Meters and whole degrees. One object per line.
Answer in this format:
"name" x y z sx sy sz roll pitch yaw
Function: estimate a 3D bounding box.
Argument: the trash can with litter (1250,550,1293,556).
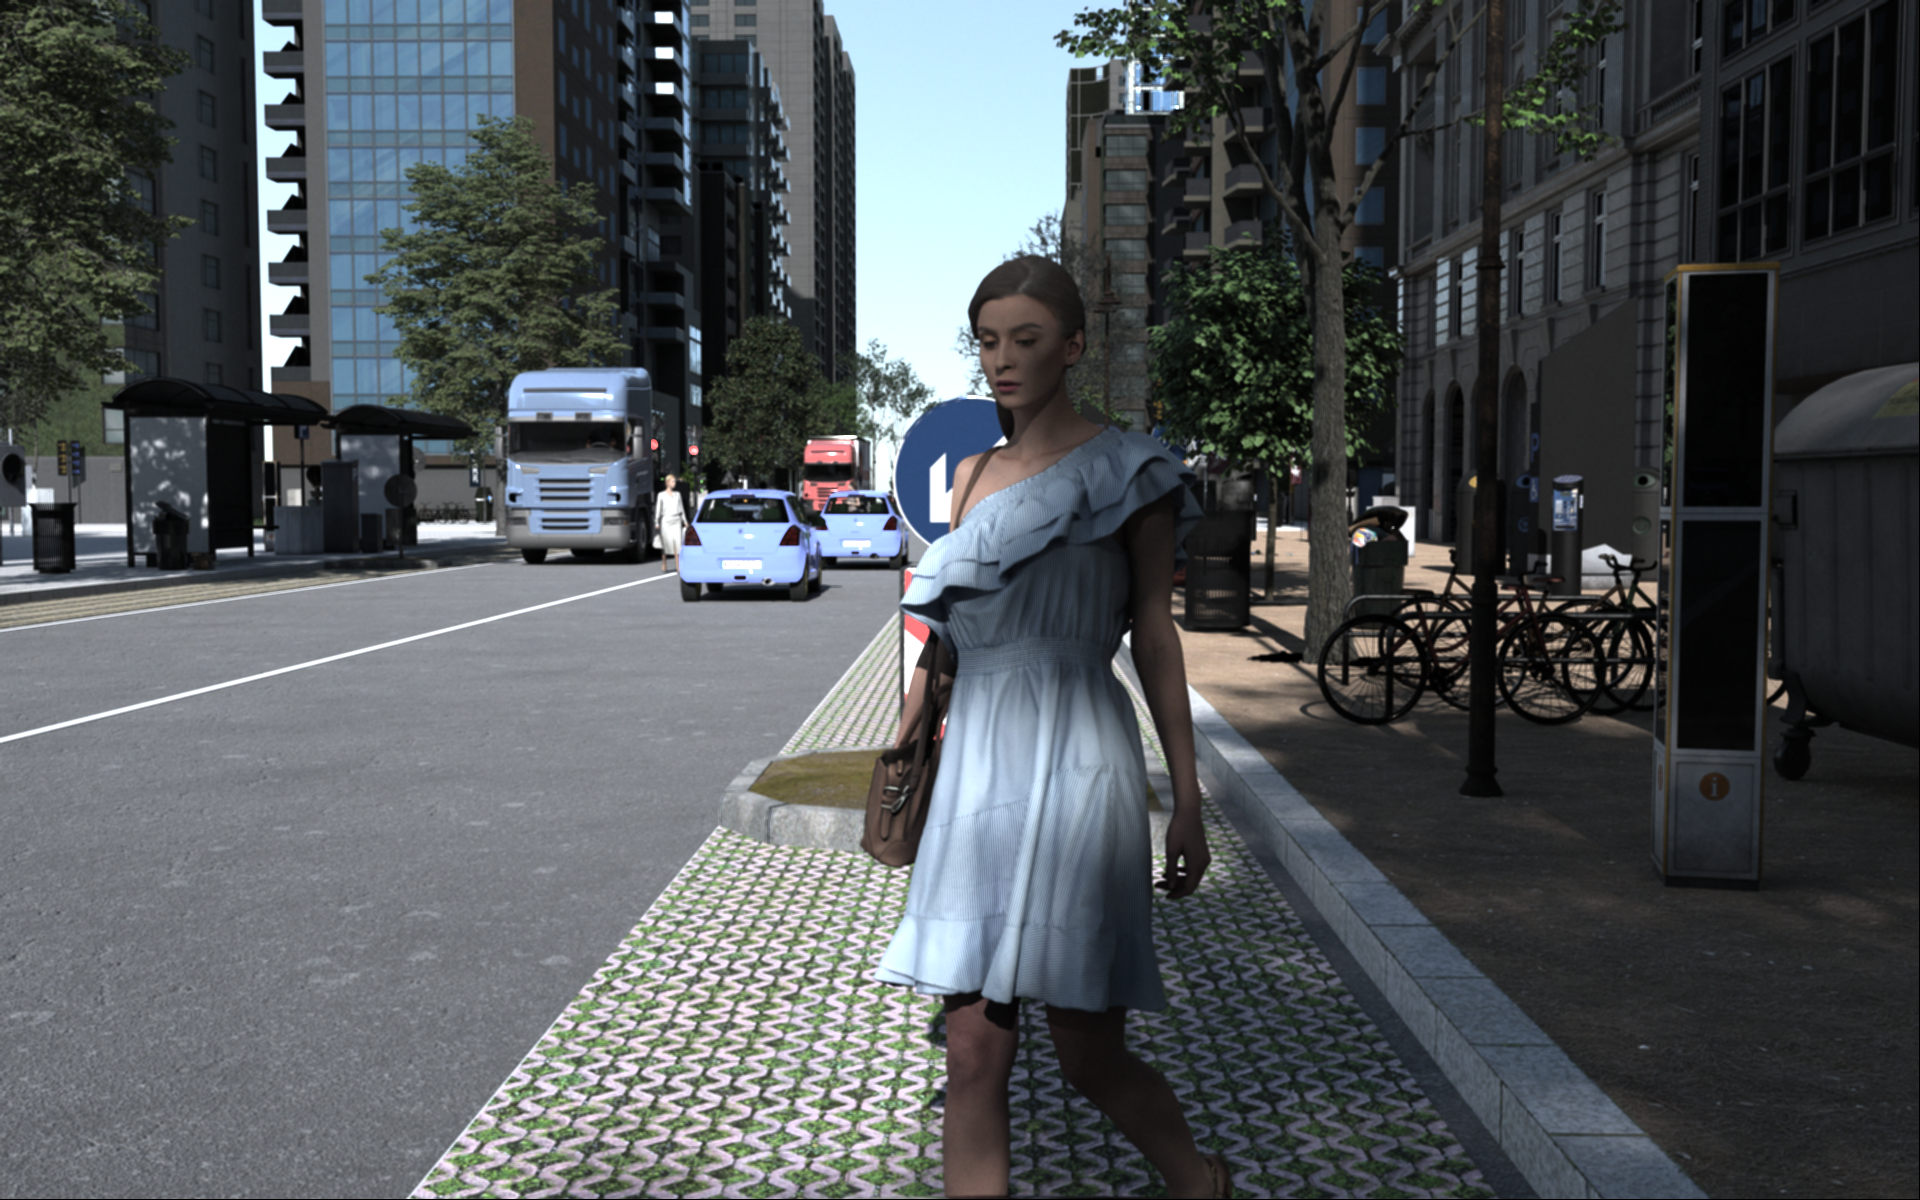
"trash can with litter" 5.860 -1.552 36.439 2.233 1.210 1.678 1 4 19

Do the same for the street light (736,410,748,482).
"street light" -11.818 -7.418 94.064 0.468 5.910 1.993 0 4 1

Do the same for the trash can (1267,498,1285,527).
"trash can" 12.275 -3.407 67.357 0.748 1.137 0.748 0 3 0

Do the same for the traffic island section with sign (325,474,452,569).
"traffic island section with sign" -11.060 -1.539 33.795 1.989 1.847 2.006 0 4 1

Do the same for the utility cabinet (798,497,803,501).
"utility cabinet" -12.673 -7.561 134.791 0.306 1.237 1.020 3 4 36

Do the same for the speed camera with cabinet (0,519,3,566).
"speed camera with cabinet" -17.140 -2.182 30.006 0.660 3.252 2.038 1 4 10

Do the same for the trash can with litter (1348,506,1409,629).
"trash can with litter" 3.881 -0.324 16.677 0.624 1.170 1.055 -1 4 -10

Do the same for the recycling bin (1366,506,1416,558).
"recycling bin" 8.736 -1.382 35.150 0.722 1.027 0.722 -2 4 -29

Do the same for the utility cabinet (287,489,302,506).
"utility cabinet" -28.984 -4.082 75.425 0.318 1.500 1.173 -3 4 -36

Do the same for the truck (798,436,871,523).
"truck" -6.049 -5.905 85.454 2.839 4.237 11.283 0 4 1

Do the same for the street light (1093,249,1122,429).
"street light" 2.789 -3.678 32.925 0.468 5.910 1.993 0 4 1

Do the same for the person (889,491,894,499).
"person" -7.169 -10.491 180.709 0.721 1.739 1.217 -2 4 -25

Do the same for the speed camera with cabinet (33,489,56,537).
"speed camera with cabinet" -27.978 -3.531 52.060 2.038 3.252 0.660 3 4 38

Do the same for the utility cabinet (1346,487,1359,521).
"utility cabinet" 12.023 -2.820 54.788 1.173 1.500 0.318 -1 4 -22

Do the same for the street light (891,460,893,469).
"street light" -8.961 -15.652 228.690 0.468 5.910 1.993 0 4 1

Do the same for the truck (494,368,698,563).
"truck" -7.625 -3.242 42.769 2.967 4.110 18.799 0 4 1

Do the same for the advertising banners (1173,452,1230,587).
"advertising banners" 2.993 -1.705 24.063 2.074 3.025 0.090 3 5 41

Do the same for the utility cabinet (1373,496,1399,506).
"utility cabinet" 13.436 -2.637 54.272 0.306 1.237 1.020 -3 5 -40

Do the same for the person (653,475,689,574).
"person" -5.193 -1.370 31.254 0.694 1.780 0.624 -1 4 -13

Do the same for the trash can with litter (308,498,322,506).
"trash can with litter" -17.325 -2.185 47.114 0.624 1.170 1.055 -3 4 -38

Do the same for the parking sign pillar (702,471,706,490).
"parking sign pillar" -21.399 -9.355 141.430 1.447 3.967 1.447 -3 5 -40

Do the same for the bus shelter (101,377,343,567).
"bus shelter" -13.783 -2.374 32.735 2.014 3.302 5.546 0 4 1

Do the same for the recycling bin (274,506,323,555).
"recycling bin" -14.025 -1.479 36.735 0.722 1.027 0.722 1 4 15

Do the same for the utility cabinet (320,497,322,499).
"utility cabinet" -19.650 -2.631 54.177 0.306 1.237 1.020 2 4 27

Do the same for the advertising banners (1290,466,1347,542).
"advertising banners" 9.452 -3.042 45.926 0.090 3.025 2.074 -3 4 -36

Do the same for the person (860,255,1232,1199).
"person" 0.130 0.349 2.889 0.778 1.811 0.616 -3 5 -44

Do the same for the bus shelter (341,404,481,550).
"bus shelter" -13.377 -2.931 41.851 2.014 3.302 5.546 0 4 1

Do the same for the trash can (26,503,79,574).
"trash can" -14.643 -0.999 27.983 0.748 1.137 0.748 0 3 0

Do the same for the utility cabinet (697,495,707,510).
"utility cabinet" -12.027 -4.371 82.634 1.020 1.237 0.306 0 4 7

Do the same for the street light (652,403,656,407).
"street light" -12.364 -5.846 68.368 0.468 5.910 1.993 0 4 1

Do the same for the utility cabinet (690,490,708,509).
"utility cabinet" -14.120 -5.149 92.872 1.173 1.500 0.318 -3 4 -36

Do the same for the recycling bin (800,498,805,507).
"recycling bin" -11.229 -6.981 126.686 0.722 1.027 0.722 2 4 35

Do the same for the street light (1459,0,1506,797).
"street light" 2.228 -2.107 7.229 0.468 5.910 1.993 0 4 1

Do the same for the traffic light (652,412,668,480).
"traffic light" -10.475 -4.321 59.566 0.839 4.253 0.868 0 4 1

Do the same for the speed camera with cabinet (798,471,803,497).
"speed camera with cabinet" -12.653 -8.480 132.976 2.038 3.252 0.660 -2 4 -32

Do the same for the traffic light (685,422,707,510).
"traffic light" -10.308 -4.809 67.550 0.839 4.253 0.868 0 4 1

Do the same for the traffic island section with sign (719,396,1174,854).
"traffic island section with sign" -0.031 0.050 7.807 1.989 1.847 2.006 0 4 1

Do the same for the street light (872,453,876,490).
"street light" -9.651 -13.648 195.938 0.468 5.910 1.993 0 4 1

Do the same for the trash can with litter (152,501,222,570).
"trash can with litter" -13.089 -1.098 29.333 1.055 1.170 0.624 0 4 -6

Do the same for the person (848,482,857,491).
"person" -3.110 -2.457 49.015 0.374 1.781 0.599 -3 5 -40

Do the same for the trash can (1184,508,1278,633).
"trash can" 2.401 -0.274 16.138 0.748 1.137 0.748 0 3 0

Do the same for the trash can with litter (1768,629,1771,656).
"trash can with litter" 7.077 -0.174 13.908 1.678 1.210 2.233 -1 4 -14
